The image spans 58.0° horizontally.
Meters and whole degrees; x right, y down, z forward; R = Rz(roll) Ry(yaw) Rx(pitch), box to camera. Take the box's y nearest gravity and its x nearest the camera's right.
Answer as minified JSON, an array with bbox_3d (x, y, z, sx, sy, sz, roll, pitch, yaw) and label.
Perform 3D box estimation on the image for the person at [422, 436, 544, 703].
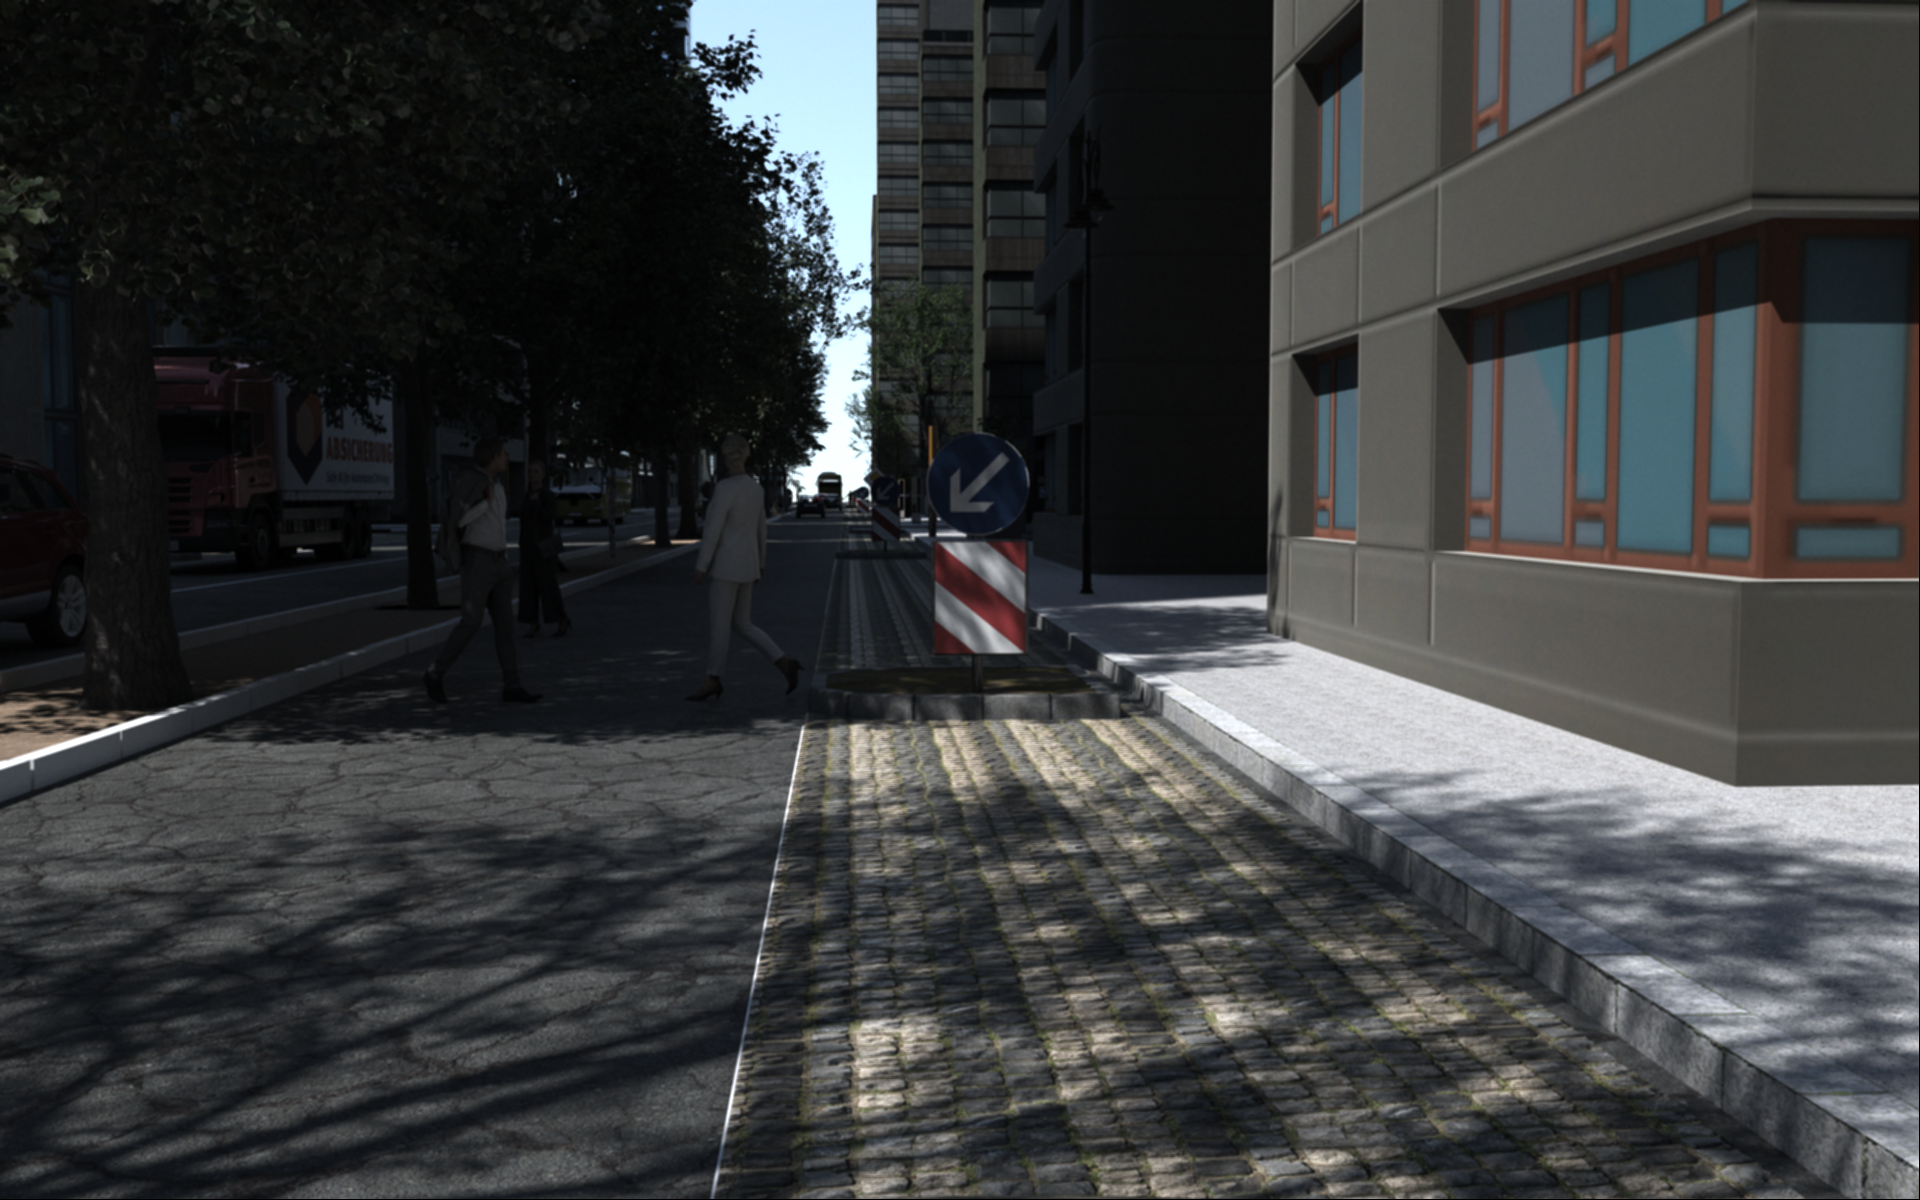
[{"bbox_3d":[-3.295,-0.199,11.858,0.850,1.850,0.679,1,4,10],"label":"person"}]

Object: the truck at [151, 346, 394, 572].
[{"bbox_3d":[-14.202,-2.825,35.111,2.839,4.237,11.283,0,4,-3],"label":"truck"}]

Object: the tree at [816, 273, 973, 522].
[{"bbox_3d":[-1.230,-9.480,80.751,9.928,11.665,9.643,0,3,0],"label":"tree"}]

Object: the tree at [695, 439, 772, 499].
[{"bbox_3d":[-8.839,-6.672,61.901,4.360,8.622,3.978,0,3,0],"label":"tree"}]

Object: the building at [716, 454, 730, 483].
[{"bbox_3d":[-49.399,-26.344,275.763,27.650,21.520,28.899,0,4,-4],"label":"building"}]

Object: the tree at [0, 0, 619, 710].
[{"bbox_3d":[-5.544,-6.244,11.195,9.857,13.997,8.962,0,3,0],"label":"tree"}]

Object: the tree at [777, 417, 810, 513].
[{"bbox_3d":[-14.433,-11.709,144.258,4.360,8.622,3.978,0,3,0],"label":"tree"}]

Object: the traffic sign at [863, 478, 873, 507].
[{"bbox_3d":[-3.590,-4.138,71.301,0.795,2.450,0.064,0,4,-4],"label":"traffic sign"}]

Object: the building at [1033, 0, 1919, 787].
[{"bbox_3d":[16.262,-10.836,22.212,27.650,21.520,28.899,0,4,-4],"label":"building"}]

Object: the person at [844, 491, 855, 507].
[{"bbox_3d":[-11.768,-10.835,185.788,1.348,1.807,0.705,-1,4,-23],"label":"person"}]

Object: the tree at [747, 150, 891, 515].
[{"bbox_3d":[-10.323,-14.431,94.294,12.611,20.169,13.585,0,3,0],"label":"tree"}]

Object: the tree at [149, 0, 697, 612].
[{"bbox_3d":[-6.759,-5.686,21.182,9.928,11.665,9.643,0,3,0],"label":"tree"}]

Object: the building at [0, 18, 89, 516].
[{"bbox_3d":[-36.699,-26.181,47.663,30.456,49.044,23.786,0,4,-4],"label":"building"}]

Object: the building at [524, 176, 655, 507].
[{"bbox_3d":[-40.668,-32.974,158.736,23.786,49.044,30.456,0,4,-4],"label":"building"}]

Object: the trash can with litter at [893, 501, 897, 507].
[{"bbox_3d":[-4.462,-6.897,124.150,0.624,1.170,1.055,-2,4,-24],"label":"trash can with litter"}]

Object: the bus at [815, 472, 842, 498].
[{"bbox_3d":[-14.588,-12.309,192.798,2.896,3.916,12.252,0,4,-5],"label":"bus"}]

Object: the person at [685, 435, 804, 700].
[{"bbox_3d":[-1.500,-0.222,12.004,0.818,1.842,0.514,0,4,5],"label":"person"}]

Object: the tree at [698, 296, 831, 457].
[{"bbox_3d":[-10.522,-8.939,83.021,8.767,10.594,7.601,0,4,-4],"label":"tree"}]

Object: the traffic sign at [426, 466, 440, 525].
[{"bbox_3d":[-19.086,-3.589,62.320,0.795,2.450,0.064,0,4,-4],"label":"traffic sign"}]

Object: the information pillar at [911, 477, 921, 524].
[{"bbox_3d":[-1.882,-4.287,74.579,0.304,2.012,0.304,3,5,39],"label":"information pillar"}]

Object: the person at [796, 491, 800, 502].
[{"bbox_3d":[-22.231,-14.029,237.500,0.705,1.869,1.348,0,4,7],"label":"person"}]

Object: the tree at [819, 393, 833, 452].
[{"bbox_3d":[-11.568,-11.255,104.596,7.486,12.596,7.792,0,3,0],"label":"tree"}]

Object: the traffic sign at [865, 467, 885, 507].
[{"bbox_3d":[-3.074,-3.651,63.332,0.795,2.450,0.064,0,4,-4],"label":"traffic sign"}]

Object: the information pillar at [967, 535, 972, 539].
[{"bbox_3d":[0.367,-2.465,44.787,0.304,2.012,0.304,2,4,28],"label":"information pillar"}]

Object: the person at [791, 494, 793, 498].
[{"bbox_3d":[-28.934,-17.730,298.320,0.705,1.831,1.348,-1,4,-11],"label":"person"}]

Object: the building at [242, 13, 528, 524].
[{"bbox_3d":[-33.393,-28.002,81.534,21.300,48.544,21.600,0,4,-4],"label":"building"}]

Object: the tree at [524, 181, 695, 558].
[{"bbox_3d":[-7.805,-5.246,38.595,4.737,8.622,4.395,0,3,0],"label":"tree"}]

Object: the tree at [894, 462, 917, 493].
[{"bbox_3d":[-3.255,-6.637,103.115,1.663,3.219,1.824,0,3,0],"label":"tree"}]

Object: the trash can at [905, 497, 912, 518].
[{"bbox_3d":[-2.932,-5.041,94.076,0.748,1.137,0.748,0,3,0],"label":"trash can"}]

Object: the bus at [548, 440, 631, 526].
[{"bbox_3d":[-17.173,-5.443,80.539,2.896,3.916,12.252,0,4,-5],"label":"bus"}]

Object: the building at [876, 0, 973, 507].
[{"bbox_3d":[0.398,-27.757,137.414,14.154,41.232,14.086,0,4,-4],"label":"building"}]

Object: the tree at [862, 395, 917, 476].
[{"bbox_3d":[-5.029,-10.882,128.289,4.737,8.622,4.395,0,3,0],"label":"tree"}]

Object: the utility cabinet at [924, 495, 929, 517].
[{"bbox_3d":[-1.849,-5.294,97.721,0.306,1.237,1.020,0,4,3],"label":"utility cabinet"}]

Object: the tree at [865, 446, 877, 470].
[{"bbox_3d":[-10.823,-17.356,234.131,4.360,8.622,3.978,0,3,0],"label":"tree"}]

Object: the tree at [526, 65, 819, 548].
[{"bbox_3d":[-7.767,-7.623,45.221,7.486,12.596,7.792,0,3,0],"label":"tree"}]

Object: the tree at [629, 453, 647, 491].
[{"bbox_3d":[-27.342,-11.739,142.295,4.360,8.622,3.978,0,3,0],"label":"tree"}]

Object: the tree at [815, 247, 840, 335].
[{"bbox_3d":[-8.644,-8.271,54.702,9.611,12.733,9.660,0,3,0],"label":"tree"}]

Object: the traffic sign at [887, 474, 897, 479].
[{"bbox_3d":[-4.210,-6.555,107.273,0.768,2.556,0.104,0,4,-1],"label":"traffic sign"}]

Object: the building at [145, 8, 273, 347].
[{"bbox_3d":[-37.032,-30.319,115.319,23.786,49.044,30.456,0,4,-4],"label":"building"}]

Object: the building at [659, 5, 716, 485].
[{"bbox_3d":[-45.400,-56.908,243.111,22.319,86.520,31.000,0,4,-4],"label":"building"}]

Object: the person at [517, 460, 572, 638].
[{"bbox_3d":[-4.227,-0.520,17.421,0.576,1.772,0.534,1,4,19],"label":"person"}]

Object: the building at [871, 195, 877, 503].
[{"bbox_3d":[-2.799,-39.264,265.662,21.300,48.544,21.600,0,4,-4],"label":"building"}]

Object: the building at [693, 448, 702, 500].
[{"bbox_3d":[-39.310,-32.285,211.448,14.154,41.232,14.086,0,4,-4],"label":"building"}]

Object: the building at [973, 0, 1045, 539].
[{"bbox_3d":[7.280,-17.351,55.390,14.160,30.474,14.107,0,4,-4],"label":"building"}]

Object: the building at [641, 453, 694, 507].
[{"bbox_3d":[-44.450,-21.112,190.221,27.650,21.520,28.899,0,4,-4],"label":"building"}]

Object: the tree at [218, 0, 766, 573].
[{"bbox_3d":[-7.606,-6.820,30.967,9.611,12.733,9.660,0,3,0],"label":"tree"}]

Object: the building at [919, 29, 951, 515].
[{"bbox_3d":[4.282,-20.826,112.207,14.160,30.474,14.107,0,4,-4],"label":"building"}]

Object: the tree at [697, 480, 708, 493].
[{"bbox_3d":[-30.558,-13.049,207.960,1.663,3.219,1.824,0,3,0],"label":"tree"}]

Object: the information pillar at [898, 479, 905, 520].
[{"bbox_3d":[-2.939,-5.046,86.996,0.304,2.012,0.304,0,4,-6],"label":"information pillar"}]

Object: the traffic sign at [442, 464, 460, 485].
[{"bbox_3d":[-21.483,-4.462,73.056,0.768,2.556,0.104,0,4,5],"label":"traffic sign"}]

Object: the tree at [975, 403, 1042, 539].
[{"bbox_3d":[0.748,-2.607,37.220,1.663,3.219,1.824,0,3,0],"label":"tree"}]

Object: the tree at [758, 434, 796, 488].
[{"bbox_3d":[-13.461,-10.542,125.181,4.737,8.622,4.395,0,3,0],"label":"tree"}]
